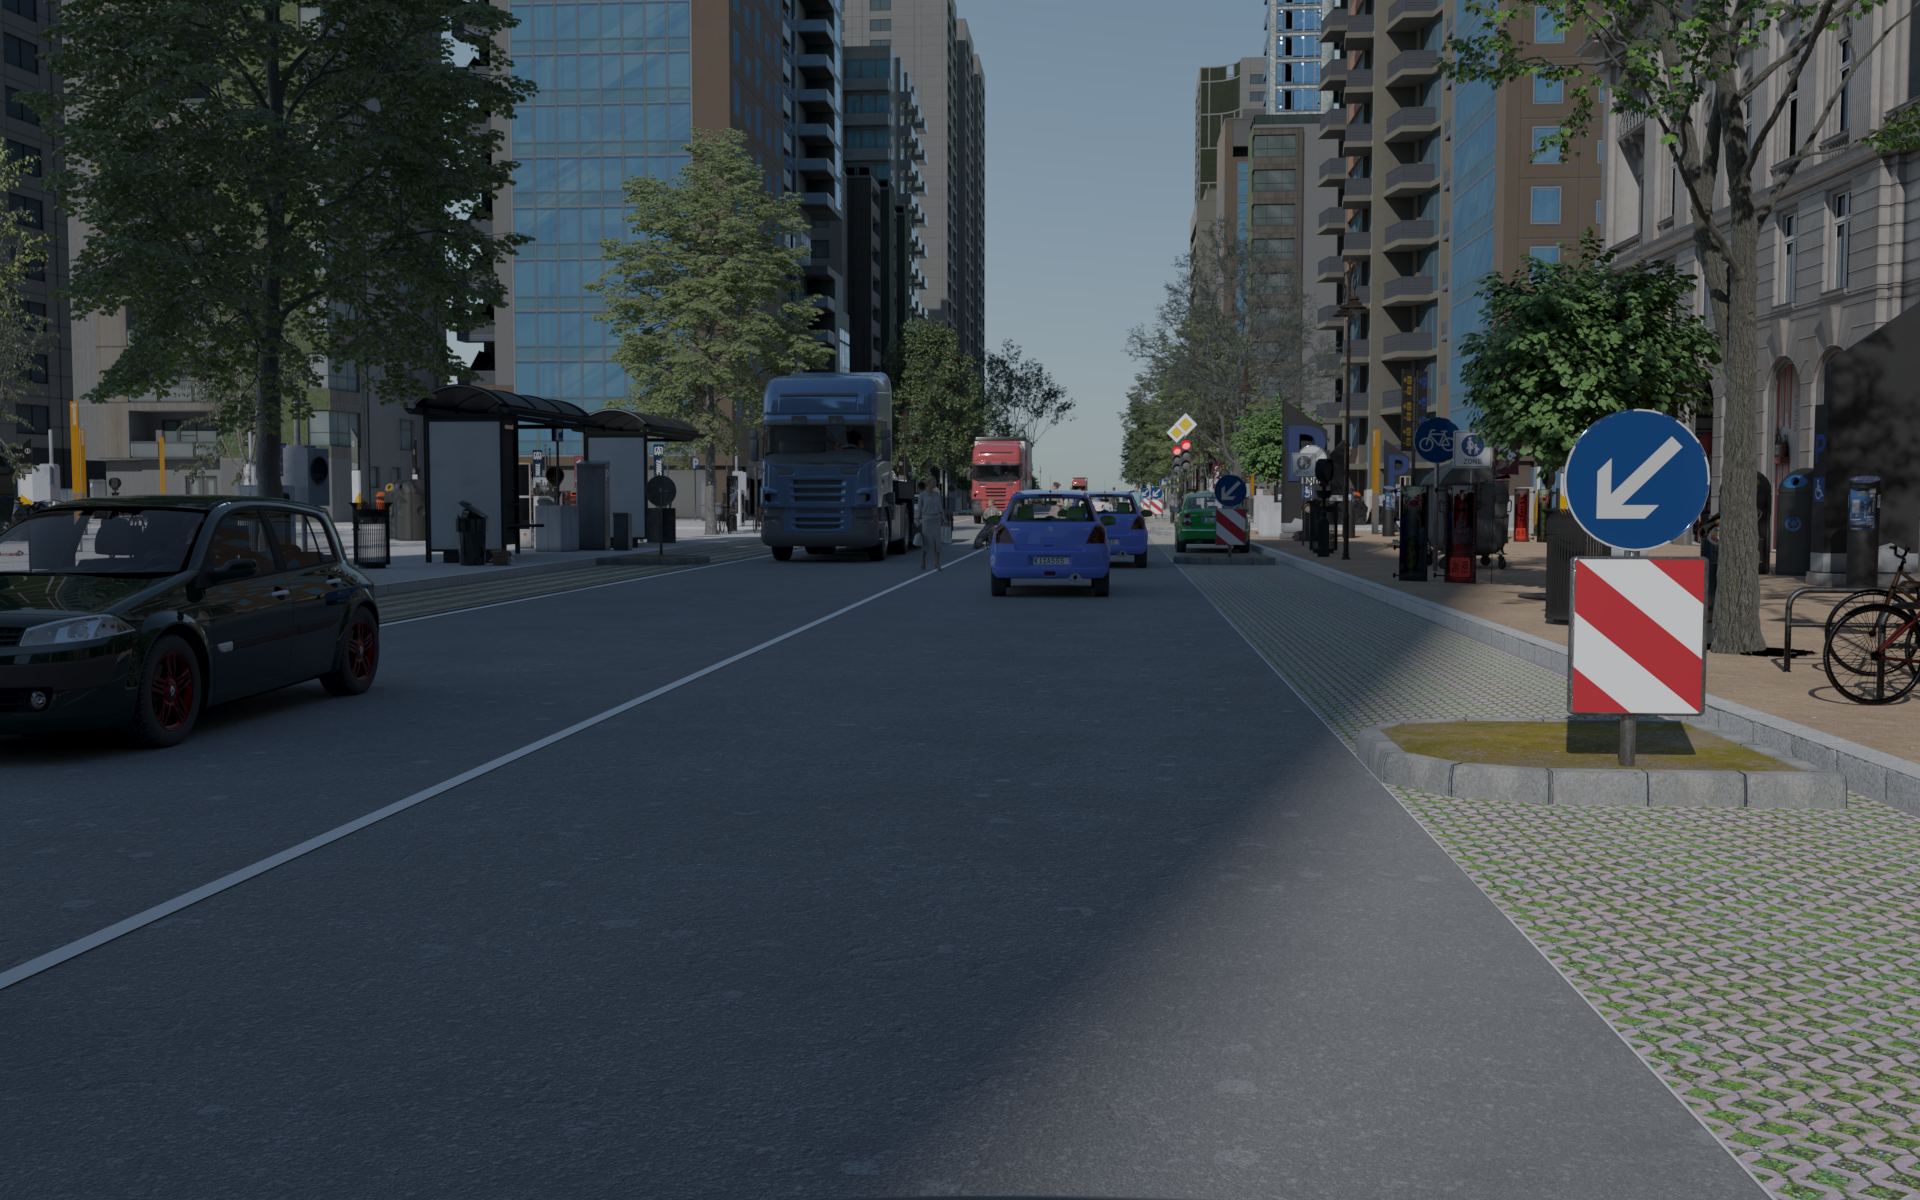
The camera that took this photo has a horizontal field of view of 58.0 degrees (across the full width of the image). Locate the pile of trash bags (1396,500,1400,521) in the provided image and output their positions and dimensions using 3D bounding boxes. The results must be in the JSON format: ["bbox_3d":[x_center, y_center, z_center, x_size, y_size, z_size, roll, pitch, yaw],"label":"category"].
[{"bbox_3d":[20.227,-4.446,82.437,3.447,1.369,1.912,0,4,6],"label":"pile of trash bags"}]

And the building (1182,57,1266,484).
[{"bbox_3d":[47.560,-52.023,288.829,20.563,71.187,20.611,0,4,5],"label":"building"}]

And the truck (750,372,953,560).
[{"bbox_3d":[-2.202,-3.332,44.230,2.967,4.110,18.799,0,4,5],"label":"truck"}]

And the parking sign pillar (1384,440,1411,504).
[{"bbox_3d":[21.692,-5.955,85.841,1.447,3.967,1.447,-1,4,-10],"label":"parking sign pillar"}]

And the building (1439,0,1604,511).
[{"bbox_3d":[30.684,-26.231,78.987,14.200,45.320,14.600,0,4,5],"label":"building"}]

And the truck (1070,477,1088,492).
[{"bbox_3d":[20.247,-18.621,293.370,2.839,4.237,11.283,0,4,6],"label":"truck"}]

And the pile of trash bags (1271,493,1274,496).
[{"bbox_3d":[17.378,-5.046,92.250,3.447,1.369,1.912,-3,5,-40],"label":"pile of trash bags"}]

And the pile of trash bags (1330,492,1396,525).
[{"bbox_3d":[15.956,-3.797,71.840,3.447,1.369,1.912,-2,4,-24],"label":"pile of trash bags"}]

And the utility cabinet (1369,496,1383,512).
[{"bbox_3d":[18.066,-3.871,74.452,1.020,1.237,0.306,-2,4,-29],"label":"utility cabinet"}]

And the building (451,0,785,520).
[{"bbox_3d":[-17.549,-27.045,92.298,14.600,45.320,14.200,0,4,5],"label":"building"}]

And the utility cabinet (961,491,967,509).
[{"bbox_3d":[0.335,-8.254,143.637,0.318,1.500,1.173,-1,4,-13],"label":"utility cabinet"}]

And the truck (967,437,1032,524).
[{"bbox_3d":[2.133,-5.982,86.724,2.839,4.237,11.283,0,4,5],"label":"truck"}]

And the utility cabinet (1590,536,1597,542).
[{"bbox_3d":[17.074,-2.180,46.804,0.306,1.237,1.020,3,5,42],"label":"utility cabinet"}]

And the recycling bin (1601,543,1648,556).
[{"bbox_3d":[13.626,-1.408,35.571,0.722,1.027,0.722,-2,4,-25],"label":"recycling bin"}]

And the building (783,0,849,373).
[{"bbox_3d":[-19.300,-49.491,121.845,22.319,86.520,31.000,0,4,5],"label":"building"}]

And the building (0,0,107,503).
[{"bbox_3d":[-59.064,-39.806,89.082,20.611,71.187,20.563,0,4,5],"label":"building"}]

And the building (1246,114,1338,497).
[{"bbox_3d":[29.206,-22.197,134.620,14.160,30.474,14.107,0,4,5],"label":"building"}]

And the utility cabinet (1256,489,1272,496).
[{"bbox_3d":[12.951,-3.980,73.750,0.318,1.500,1.173,2,4,28],"label":"utility cabinet"}]

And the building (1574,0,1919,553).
[{"bbox_3d":[23.563,-12.032,38.516,13.314,21.916,24.055,0,4,5],"label":"building"}]

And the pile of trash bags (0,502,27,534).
[{"bbox_3d":[-26.234,-2.308,47.484,1.912,1.369,3.447,3,5,43],"label":"pile of trash bags"}]

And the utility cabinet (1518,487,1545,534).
[{"bbox_3d":[18.178,-2.830,54.956,1.173,1.500,0.318,-1,4,-18],"label":"utility cabinet"}]

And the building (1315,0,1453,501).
[{"bbox_3d":[33.174,-27.437,103.224,22.147,44.769,28.867,0,4,5],"label":"building"}]

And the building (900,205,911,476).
[{"bbox_3d":[-12.518,-24.172,166.919,14.160,30.474,14.107,0,4,5],"label":"building"}]

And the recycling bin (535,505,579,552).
[{"bbox_3d":[-8.985,-1.594,38.622,0.722,1.027,0.722,1,4,19],"label":"recycling bin"}]

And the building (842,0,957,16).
[{"bbox_3d":[-8.815,-49.437,246.541,20.563,71.187,20.611,0,4,5],"label":"building"}]

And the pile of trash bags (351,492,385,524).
[{"bbox_3d":[-24.823,-3.921,73.865,1.912,1.369,3.447,-2,4,-25],"label":"pile of trash bags"}]

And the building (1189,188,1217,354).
[{"bbox_3d":[46.738,-39.434,268.447,21.300,48.544,21.600,0,4,5],"label":"building"}]

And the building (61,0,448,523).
[{"bbox_3d":[-34.182,-24.459,83.493,14.086,41.232,14.154,0,4,5],"label":"building"}]

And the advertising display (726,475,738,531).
[{"bbox_3d":[-7.892,-3.357,60.102,0.123,1.923,0.974,1,4,10],"label":"advertising display"}]

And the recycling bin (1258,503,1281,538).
[{"bbox_3d":[9.192,-2.348,50.949,0.722,1.027,0.722,1,4,19],"label":"recycling bin"}]

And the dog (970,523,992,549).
[{"bbox_3d":[0.506,-1.730,45.128,0.800,0.831,0.513,1,4,19],"label":"dog"}]

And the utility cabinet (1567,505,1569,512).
[{"bbox_3d":[19.554,-2.642,54.351,0.306,1.237,1.020,-3,4,-37],"label":"utility cabinet"}]

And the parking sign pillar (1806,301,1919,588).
[{"bbox_3d":[12.683,-2.186,24.206,1.447,3.967,1.447,0,4,3],"label":"parking sign pillar"}]

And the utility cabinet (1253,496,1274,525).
[{"bbox_3d":[12.615,-3.679,71.317,1.020,1.237,0.306,1,4,15],"label":"utility cabinet"}]

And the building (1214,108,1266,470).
[{"bbox_3d":[37.177,-33.739,201.750,14.600,45.320,14.200,0,4,5],"label":"building"}]

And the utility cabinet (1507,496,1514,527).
[{"bbox_3d":[21.339,-3.475,67.979,0.306,1.237,1.020,-1,4,-17],"label":"utility cabinet"}]

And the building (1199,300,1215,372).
[{"bbox_3d":[41.592,-29.307,250.872,14.160,30.474,14.107,0,4,5],"label":"building"}]

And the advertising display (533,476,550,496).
[{"bbox_3d":[-14.968,-3.441,61.471,0.123,1.923,0.974,3,4,38],"label":"advertising display"}]

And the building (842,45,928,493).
[{"bbox_3d":[-15.408,-34.845,189.326,23.786,49.044,30.456,0,4,5],"label":"building"}]

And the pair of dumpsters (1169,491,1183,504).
[{"bbox_3d":[17.870,-8.486,141.234,1.574,2.255,4.437,0,4,5],"label":"pair of dumpsters"}]

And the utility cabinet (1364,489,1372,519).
[{"bbox_3d":[18.774,-4.344,79.711,0.318,1.500,1.173,1,4,8],"label":"utility cabinet"}]

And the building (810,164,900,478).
[{"bbox_3d":[-13.457,-23.313,152.866,14.160,30.474,14.107,0,4,5],"label":"building"}]

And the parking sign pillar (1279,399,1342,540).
[{"bbox_3d":[9.839,-3.719,49.285,1.447,3.967,1.447,0,4,-6],"label":"parking sign pillar"}]

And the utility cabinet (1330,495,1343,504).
[{"bbox_3d":[17.910,-4.421,83.439,1.020,1.237,0.306,-1,4,-15],"label":"utility cabinet"}]

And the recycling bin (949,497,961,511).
[{"bbox_3d":[-0.372,-7.073,128.204,0.722,1.027,0.722,3,4,38],"label":"recycling bin"}]

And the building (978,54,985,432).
[{"bbox_3d":[-6.234,-50.686,266.968,20.563,71.187,20.611,0,4,5],"label":"building"}]

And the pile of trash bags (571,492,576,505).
[{"bbox_3d":[-19.594,-4.394,81.587,3.447,1.369,1.912,-1,4,-19],"label":"pile of trash bags"}]

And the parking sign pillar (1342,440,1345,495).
[{"bbox_3d":[18.406,-5.929,85.410,1.447,3.967,1.447,-3,5,-41],"label":"parking sign pillar"}]

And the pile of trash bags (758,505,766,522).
[{"bbox_3d":[-8.096,-4.223,78.799,1.912,1.369,3.447,-1,4,-19],"label":"pile of trash bags"}]

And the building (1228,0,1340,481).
[{"bbox_3d":[39.891,-52.893,177.477,22.319,86.520,31.000,0,4,5],"label":"building"}]

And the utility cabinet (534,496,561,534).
[{"bbox_3d":[-13.468,-2.766,56.390,0.306,1.237,1.020,2,4,30],"label":"utility cabinet"}]
